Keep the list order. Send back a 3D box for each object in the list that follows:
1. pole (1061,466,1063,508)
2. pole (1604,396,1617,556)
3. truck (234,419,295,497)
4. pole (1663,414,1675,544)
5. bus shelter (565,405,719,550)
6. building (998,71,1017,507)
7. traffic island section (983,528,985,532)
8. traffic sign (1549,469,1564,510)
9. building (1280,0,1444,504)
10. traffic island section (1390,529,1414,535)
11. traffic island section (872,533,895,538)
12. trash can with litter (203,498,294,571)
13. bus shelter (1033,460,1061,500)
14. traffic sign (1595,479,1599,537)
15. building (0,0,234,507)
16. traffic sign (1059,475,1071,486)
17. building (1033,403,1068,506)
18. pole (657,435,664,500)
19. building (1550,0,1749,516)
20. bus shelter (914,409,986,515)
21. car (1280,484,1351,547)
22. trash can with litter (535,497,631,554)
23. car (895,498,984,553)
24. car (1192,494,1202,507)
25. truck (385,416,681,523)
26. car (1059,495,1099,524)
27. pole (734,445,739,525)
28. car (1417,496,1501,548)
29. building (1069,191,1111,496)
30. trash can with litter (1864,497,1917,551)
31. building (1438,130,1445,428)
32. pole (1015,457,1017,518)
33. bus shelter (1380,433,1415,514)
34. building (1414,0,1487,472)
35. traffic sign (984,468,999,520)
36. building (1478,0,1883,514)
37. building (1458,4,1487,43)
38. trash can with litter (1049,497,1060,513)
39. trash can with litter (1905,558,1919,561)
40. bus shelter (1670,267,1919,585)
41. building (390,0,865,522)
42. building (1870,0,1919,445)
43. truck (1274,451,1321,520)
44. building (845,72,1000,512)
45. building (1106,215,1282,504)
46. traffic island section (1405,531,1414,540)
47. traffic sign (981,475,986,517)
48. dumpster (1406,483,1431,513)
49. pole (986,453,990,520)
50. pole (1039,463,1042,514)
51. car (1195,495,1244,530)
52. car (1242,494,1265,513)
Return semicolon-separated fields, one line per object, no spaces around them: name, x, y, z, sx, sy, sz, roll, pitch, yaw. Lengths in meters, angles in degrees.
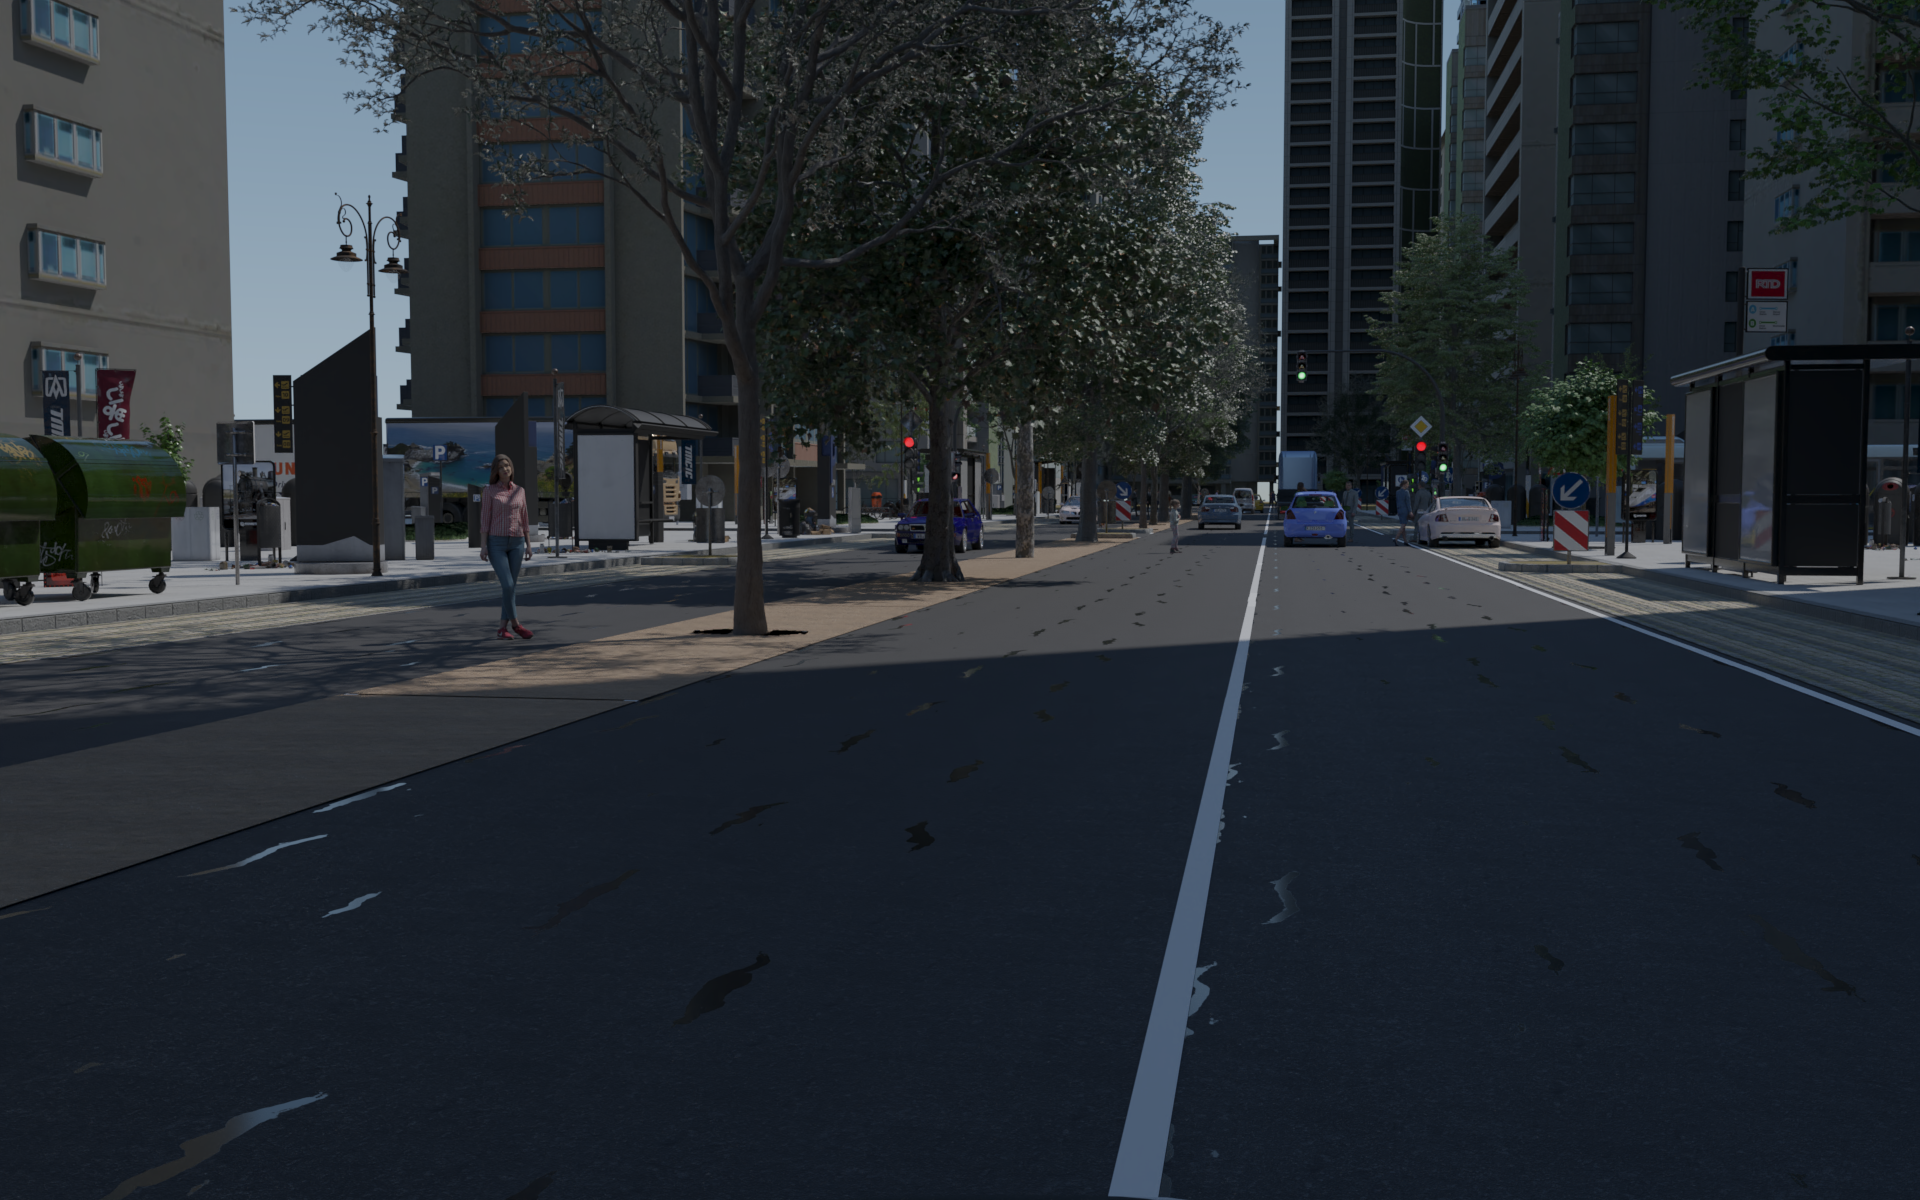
pole;7.328;-7.993;124.525;0.158;3.312;0.155;0;3;0
pole;13.544;-2.579;36.014;0.158;3.312;0.155;0;3;0
truck;-29.314;-4.755;66.655;11.283;4.237;2.839;1;4;11
pole;18.184;-3.093;44.409;0.158;3.312;0.155;0;3;0
bus shelter;-7.662;-2.937;41.944;2.014;3.302;5.546;1;4;10
building;-5.466;-51.598;156.291;22.319;86.520;31.000;1;4;10
traffic island section;-0.214;-2.624;65.179;2.009;0.180;2.903;1;4;10
traffic sign;16.836;-2.959;48.375;0.884;2.594;0.081;1;4;11
building;53.951;-48.639;233.507;20.611;71.187;20.563;1;4;10
traffic island section;16.506;-2.439;62.159;2.009;0.180;2.903;1;4;10
traffic island section;-1.636;-2.143;57.321;2.009;0.180;2.903;1;4;10
trash can with litter;-12.307;-1.155;29.934;1.678;1.210;2.233;1;4;20
bus shelter;5.754;-7.861;119.813;1.731;3.624;6.357;1;4;10
traffic sign;19.194;-3.182;52.133;0.768;2.556;0.104;1;4;18
building;-34.565;-25.672;43.441;21.600;48.544;21.300;1;4;10
traffic sign;7.227;-7.318;119.647;0.884;2.594;0.081;1;4;17
building;-1.079;-37.073;195.375;27.495;52.752;28.713;1;4;10
pole;-10.179;-3.974;58.817;0.158;3.312;0.155;0;3;0
building;39.386;-19.721;94.140;14.160;30.474;14.107;1;4;10
bus shelter;-0.573;-6.304;80.705;2.179;5.291;8.768;1;4;10
car;9.874;-2.357;48.131;1.945;1.707;3.694;1;4;12
trash can with litter;-8.328;-1.637;37.818;2.233;1.210;1.678;-1;4;-11
car;-0.499;-1.880;43.326;1.945;1.354;3.894;1;4;10
car;24.359;-10.318;178.483;2.009;1.686;4.222;1;4;9
truck;-15.339;-4.575;63.722;11.283;4.237;2.839;1;4;11
car;5.884;-4.338;83.283;2.083;1.381;4.827;1;4;10
pole;-9.363;-4.827;72.758;0.158;3.312;0.155;0;3;0
car;13.630;-2.144;47.410;2.083;1.381;4.827;1;4;9
building;9.585;-37.833;242.276;21.600;48.544;21.300;1;4;10
trash can with litter;21.301;-1.785;40.244;1.678;1.210;2.233;3;4;37
building;78.896;-39.418;233.718;27.495;52.752;28.713;1;4;10
pole;3.005;-5.955;91.210;0.158;3.312;0.155;0;3;0
bus shelter;28.357;-8.220;112.028;2.179;5.291;8.768;1;4;10
building;61.098;-53.177;182.118;22.319;86.520;31.000;1;4;10
traffic sign;1.540;-5.229;85.597;0.768;2.556;0.104;1;4;15
building;48.845;-30.414;120.977;21.300;48.544;21.600;1;4;10
building;49.316;-28.396;147.865;14.154;41.232;14.086;1;4;10
trash can with litter;6.314;-6.325;114.808;1.055;1.170;0.624;-2;4;-24
trash can with litter;19.280;-1.360;33.288;2.233;1.210;1.678;1;4;16
bus shelter;13.167;-3.110;28.487;2.179;5.291;8.768;1;4;10
building;-17.637;-26.830;93.296;22.147;44.769;28.867;1;4;10
building;46.222;-27.557;74.262;21.600;48.544;21.300;1;4;10
truck;20.130;-6.920;102.895;2.967;4.110;18.799;1;4;10
building;-5.092;-27.025;125.449;14.154;41.232;14.086;1;4;10
building;33.149;-33.814;244.733;23.993;40.220;32.217;1;4;10
traffic island section;15.084;-1.958;54.301;2.009;0.180;2.903;1;4;10
traffic sign;1.417;-5.697;95.269;0.606;2.300;0.079;1;4;11
dumpster;23.209;-5.007;87.628;1.264;1.857;1.865;1;4;10
pole;1.405;-5.658;86.357;0.158;3.312;0.155;0;3;0
pole;5.186;-7.235;112.135;0.158;3.312;0.155;0;3;0
car;10.664;-3.615;71.111;2.014;1.417;4.499;1;4;9
car;21.978;-7.347;130.348;2.015;1.641;3.980;1;4;9
